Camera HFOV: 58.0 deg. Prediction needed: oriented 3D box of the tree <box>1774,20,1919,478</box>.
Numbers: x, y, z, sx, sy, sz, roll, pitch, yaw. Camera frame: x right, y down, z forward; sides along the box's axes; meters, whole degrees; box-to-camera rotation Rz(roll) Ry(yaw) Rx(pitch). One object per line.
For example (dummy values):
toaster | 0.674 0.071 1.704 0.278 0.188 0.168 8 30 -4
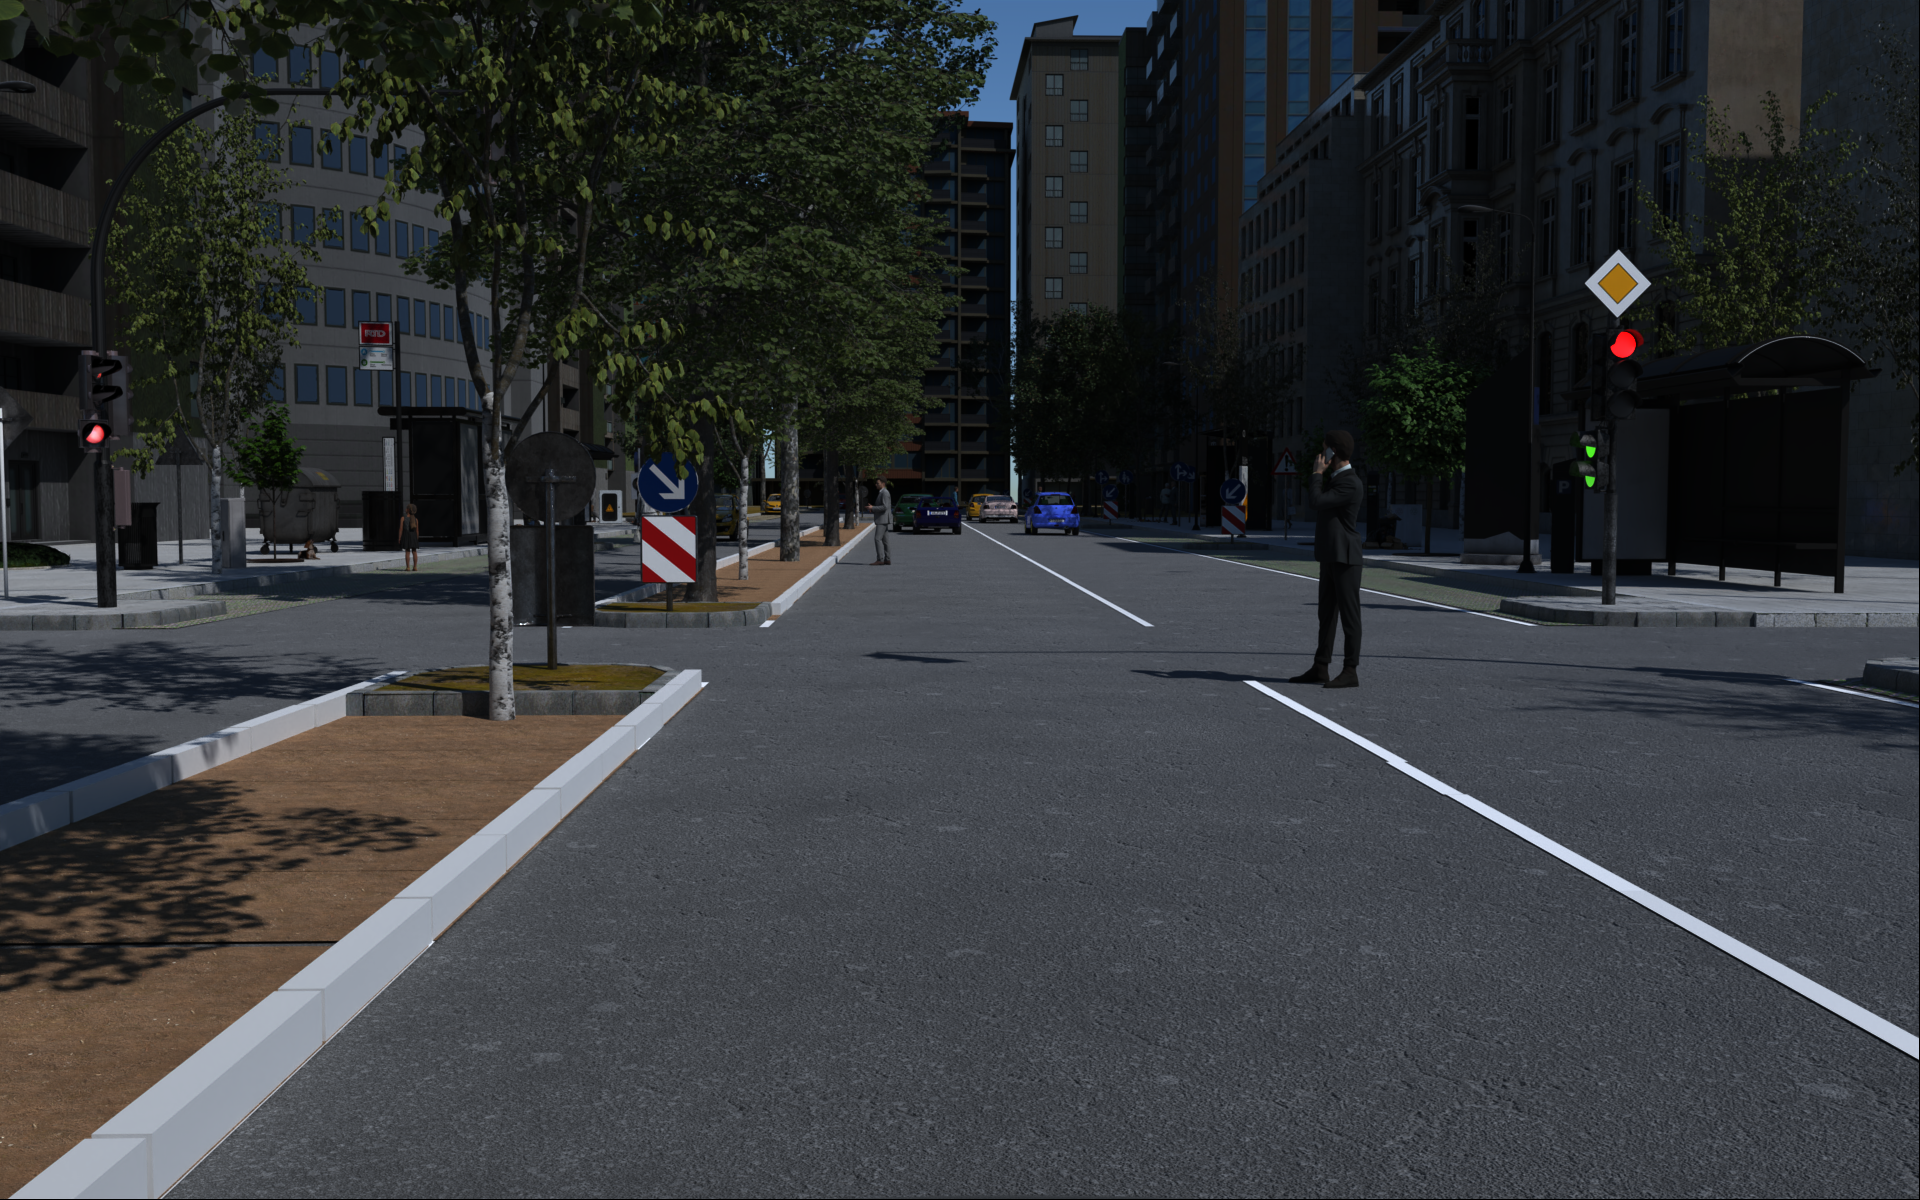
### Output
tree | 14.498 -4.614 25.807 4.360 8.622 3.978 0 3 0

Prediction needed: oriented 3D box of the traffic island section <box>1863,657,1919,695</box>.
traffic island section | 7.785 0.621 12.135 2.009 0.180 2.903 0 4 -2

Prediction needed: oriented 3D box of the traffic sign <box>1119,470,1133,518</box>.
traffic sign | 8.791 -5.608 91.794 0.768 2.556 0.104 0 4 2

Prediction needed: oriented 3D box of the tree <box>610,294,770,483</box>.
tree | -14.026 -10.860 94.567 9.611 12.733 9.660 0 3 0

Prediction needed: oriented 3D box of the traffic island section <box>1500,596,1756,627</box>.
traffic island section | 7.554 0.132 20.116 2.009 0.180 2.903 0 4 -2

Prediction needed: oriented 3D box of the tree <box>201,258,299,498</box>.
tree | -22.492 -6.318 53.666 4.360 8.622 3.978 0 3 0

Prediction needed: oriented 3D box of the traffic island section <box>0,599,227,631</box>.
traffic island section | -9.680 0.162 19.624 2.009 0.180 2.903 0 4 -2

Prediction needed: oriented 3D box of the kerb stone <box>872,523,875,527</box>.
kerb stone | -3.609 -2.927 70.059 0.120 0.150 1.000 0 4 -2

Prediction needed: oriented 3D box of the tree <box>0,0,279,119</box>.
tree | -2.624 -5.060 3.309 7.486 12.596 7.792 0 3 0

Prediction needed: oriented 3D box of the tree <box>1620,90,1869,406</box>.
tree | 14.184 -4.933 31.018 4.737 8.622 4.395 0 3 0

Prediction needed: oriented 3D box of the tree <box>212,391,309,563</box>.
tree | -12.936 -2.329 32.683 1.663 3.219 1.824 0 3 0

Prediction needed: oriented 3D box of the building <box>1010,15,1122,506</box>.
building | 20.252 -37.390 200.562 27.495 52.752 28.713 0 4 -2

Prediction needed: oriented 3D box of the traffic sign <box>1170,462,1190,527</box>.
traffic sign | 8.653 -4.167 68.243 0.768 2.556 0.104 0 4 7

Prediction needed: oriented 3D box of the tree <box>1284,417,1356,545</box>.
tree | 9.020 -2.986 43.426 1.663 3.219 1.824 0 3 0

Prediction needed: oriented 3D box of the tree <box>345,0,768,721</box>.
tree | -2.847 -3.525 10.454 4.737 8.622 4.395 0 3 0

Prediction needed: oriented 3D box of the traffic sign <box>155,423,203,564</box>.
traffic sign | -14.308 -1.941 31.742 0.884 2.594 0.081 0 4 2

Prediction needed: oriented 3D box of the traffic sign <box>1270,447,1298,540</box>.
traffic sign | 9.033 -2.934 47.972 0.884 2.594 0.081 0 4 4

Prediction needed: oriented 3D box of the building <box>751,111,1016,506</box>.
building | -8.494 -33.212 197.646 28.867 44.769 22.147 0 4 -2

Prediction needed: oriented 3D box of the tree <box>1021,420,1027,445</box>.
tree | 7.446 -11.034 114.813 7.601 10.594 8.767 1 4 11

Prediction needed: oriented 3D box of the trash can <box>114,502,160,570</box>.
trash can | -13.971 -1.087 29.418 0.748 1.137 0.748 0 3 0

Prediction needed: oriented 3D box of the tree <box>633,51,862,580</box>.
tree | -3.620 -4.644 28.743 4.360 8.622 3.978 0 3 0

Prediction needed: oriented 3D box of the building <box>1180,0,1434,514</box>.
building | 22.199 -28.193 111.061 14.600 45.320 14.200 0 4 -2

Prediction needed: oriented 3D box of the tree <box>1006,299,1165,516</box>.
tree | 7.438 -11.324 102.147 9.611 12.733 9.660 0 3 0

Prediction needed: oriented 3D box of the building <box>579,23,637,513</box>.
building | -29.803 -26.406 115.336 14.154 41.232 14.086 0 4 -2

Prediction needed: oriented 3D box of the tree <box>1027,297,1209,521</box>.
tree | 8.294 -9.087 82.992 7.601 10.594 8.767 -1 4 -15

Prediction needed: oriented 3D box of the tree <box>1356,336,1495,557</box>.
tree | 9.736 -3.199 36.017 4.285 4.588 4.351 0 3 0

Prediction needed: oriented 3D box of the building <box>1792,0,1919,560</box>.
building | 26.951 -10.897 32.923 16.860 20.320 10.420 0 4 -2

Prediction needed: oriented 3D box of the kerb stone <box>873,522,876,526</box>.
kerb stone | -3.674 -3.053 72.122 0.120 0.150 1.000 0 4 -2

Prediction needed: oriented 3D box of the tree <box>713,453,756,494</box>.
tree | -14.872 -7.889 112.694 4.285 4.588 4.351 0 3 0

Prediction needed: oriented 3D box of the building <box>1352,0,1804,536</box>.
building | 23.732 -14.815 61.309 14.460 24.649 34.723 0 4 -2

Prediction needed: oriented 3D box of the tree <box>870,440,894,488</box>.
tree | -4.554 -7.602 77.110 4.737 8.622 4.395 0 3 0

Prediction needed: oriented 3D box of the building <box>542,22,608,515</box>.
building | -29.082 -20.178 101.610 14.160 30.474 14.107 0 4 -2

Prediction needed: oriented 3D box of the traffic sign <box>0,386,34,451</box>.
traffic sign | -11.706 -1.312 21.181 0.795 2.593 0.064 0 4 3

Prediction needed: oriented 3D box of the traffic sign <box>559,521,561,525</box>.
traffic sign | -13.624 -3.598 58.937 0.768 2.556 0.104 0 4 -1

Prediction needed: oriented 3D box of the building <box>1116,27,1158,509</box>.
building | 20.979 -28.896 156.039 14.154 41.232 14.086 0 4 -2

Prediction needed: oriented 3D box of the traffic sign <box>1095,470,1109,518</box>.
traffic sign | 7.549 -5.630 92.152 0.768 2.556 0.104 0 4 -1

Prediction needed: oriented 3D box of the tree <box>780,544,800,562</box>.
tree | -4.845 -10.922 36.929 12.611 20.169 13.585 0 3 0

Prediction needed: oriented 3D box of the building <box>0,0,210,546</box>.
building | -28.448 -16.529 41.956 14.160 30.474 14.107 0 4 -2

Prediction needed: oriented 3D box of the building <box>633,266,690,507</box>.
building | -38.041 -18.505 147.588 28.899 21.520 27.650 0 4 -2

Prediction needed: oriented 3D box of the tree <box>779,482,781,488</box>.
tree | -15.795 -10.061 159.093 1.663 3.219 1.824 0 3 0

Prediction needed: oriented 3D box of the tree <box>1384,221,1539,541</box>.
tree | 13.818 -5.944 47.549 4.360 8.622 3.978 0 3 0

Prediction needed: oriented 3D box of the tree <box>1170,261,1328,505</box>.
tree | 8.794 -6.417 55.285 4.360 8.622 3.978 0 3 0

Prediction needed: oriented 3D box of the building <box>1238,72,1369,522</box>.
building | 20.757 -14.226 87.347 10.420 20.320 16.860 0 4 -2

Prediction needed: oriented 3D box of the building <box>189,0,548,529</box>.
building | -31.746 -32.619 75.313 21.231 58.520 28.212 0 4 -2

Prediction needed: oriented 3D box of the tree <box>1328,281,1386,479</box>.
tree | 14.353 -6.586 58.037 4.360 8.622 3.978 0 3 0

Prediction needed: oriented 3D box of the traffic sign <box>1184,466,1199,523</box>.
traffic sign | 10.285 -4.736 77.541 0.768 2.556 0.104 0 4 3

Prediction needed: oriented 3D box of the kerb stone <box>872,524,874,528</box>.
kerb stone | -3.545 -2.801 68.008 0.120 0.150 1.000 0 4 -2

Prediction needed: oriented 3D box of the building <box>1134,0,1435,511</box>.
building | 26.467 -31.444 133.721 23.786 49.044 30.456 0 4 -2

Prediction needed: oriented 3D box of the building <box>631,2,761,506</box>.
building | -38.381 -53.924 194.320 31.000 86.520 22.319 0 4 -2
